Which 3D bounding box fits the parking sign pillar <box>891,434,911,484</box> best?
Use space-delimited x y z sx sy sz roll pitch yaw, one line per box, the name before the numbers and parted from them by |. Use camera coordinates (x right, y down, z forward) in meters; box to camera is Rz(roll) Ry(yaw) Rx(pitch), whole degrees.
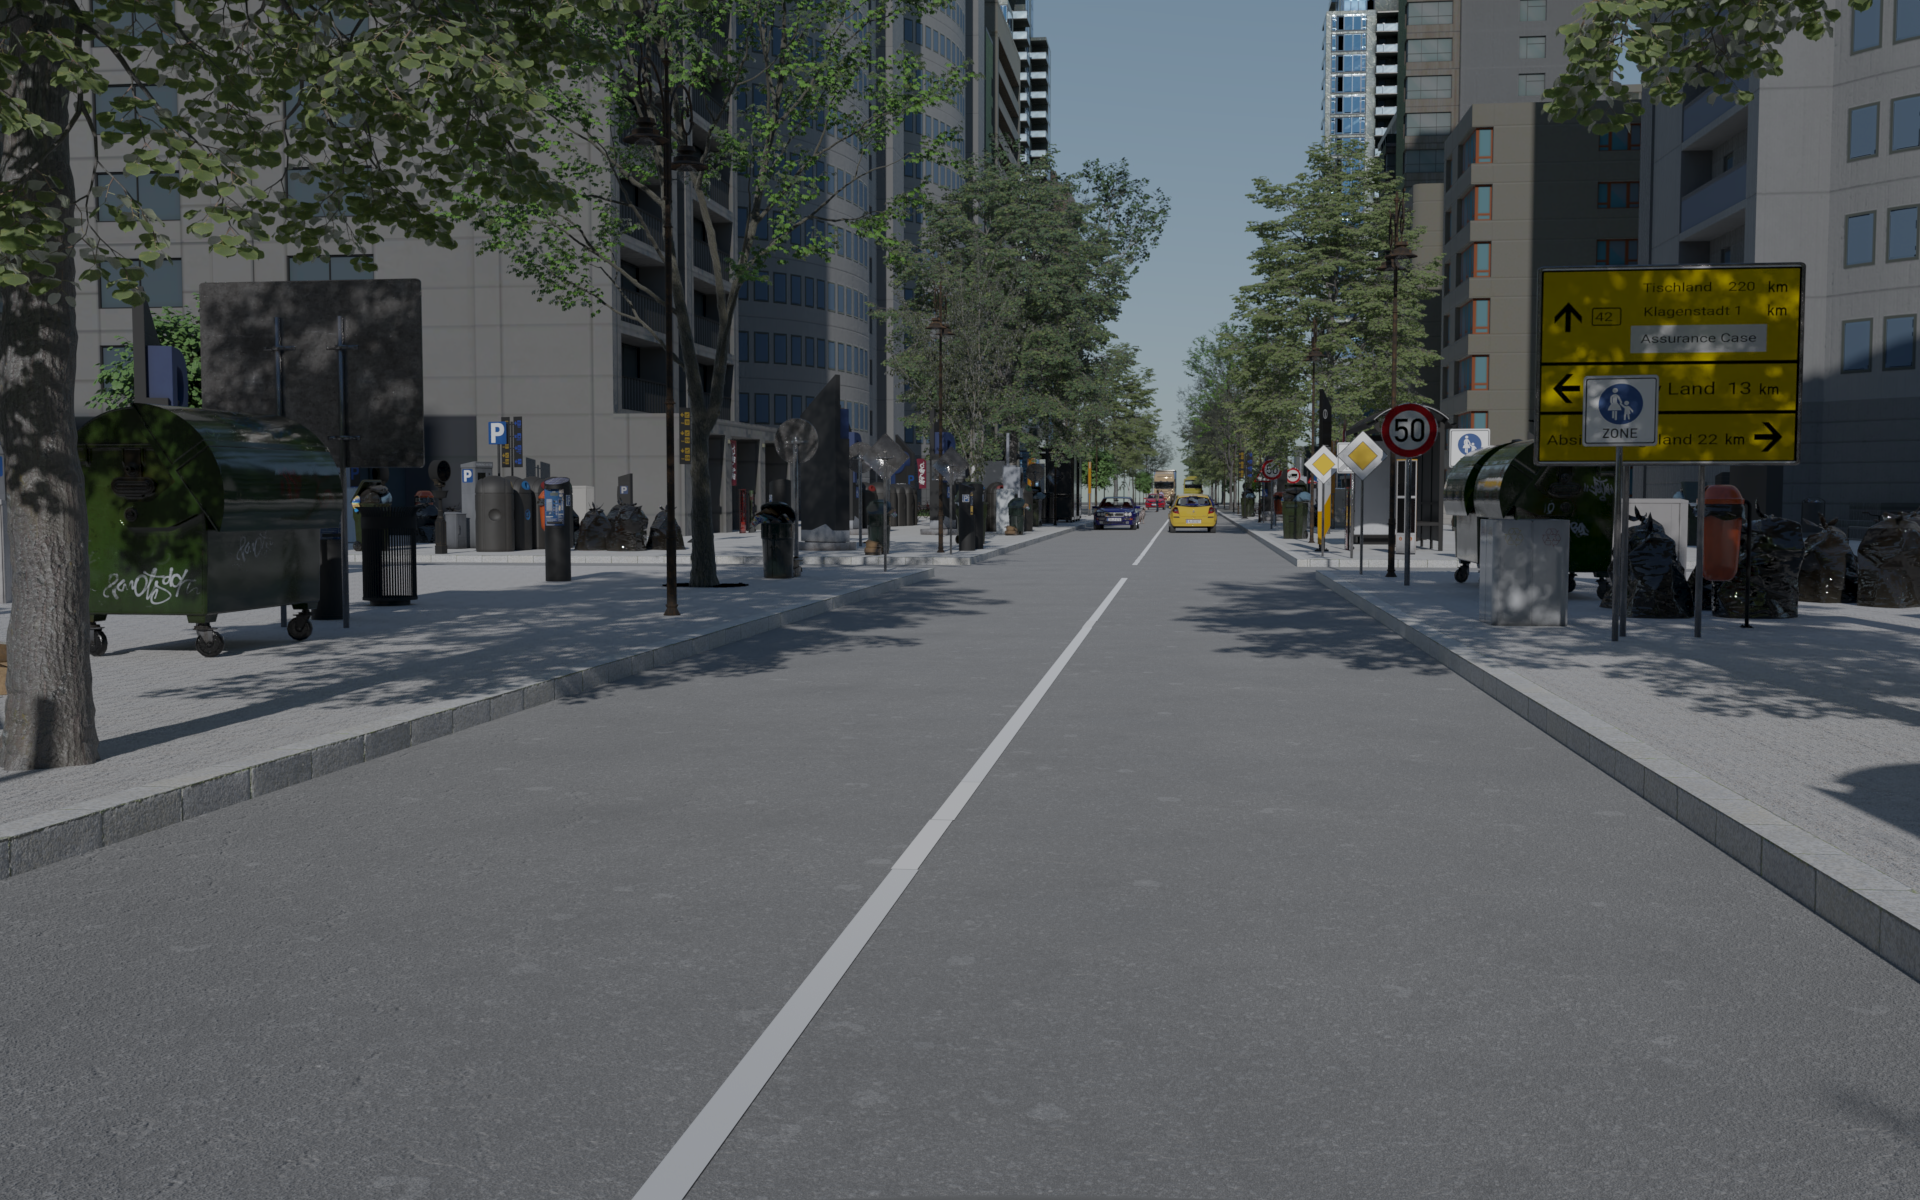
parking sign pillar | -2.575 -5.459 77.719 1.447 3.967 1.447 -3 4 -38

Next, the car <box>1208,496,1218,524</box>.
car | 11.529 -4.355 83.781 1.945 1.354 3.894 0 4 6

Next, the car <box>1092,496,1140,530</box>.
car | 6.364 -3.528 70.262 1.945 1.354 3.894 1 4 8

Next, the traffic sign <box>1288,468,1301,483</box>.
traffic sign | 16.063 -5.108 83.616 0.768 2.556 0.104 1 4 13

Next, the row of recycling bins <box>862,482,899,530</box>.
row of recycling bins | -3.462 -3.122 58.164 1.069 1.692 3.534 2 4 27

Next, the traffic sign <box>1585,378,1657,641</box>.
traffic sign | 5.710 -0.789 15.032 0.606 2.300 0.079 1 4 17

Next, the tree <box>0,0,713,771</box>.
tree | -4.349 -5.516 8.319 7.486 12.596 7.792 0 3 0

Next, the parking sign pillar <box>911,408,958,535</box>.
parking sign pillar | -0.539 -4.051 54.708 1.447 3.967 1.447 1 4 20

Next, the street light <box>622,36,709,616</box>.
street light | -3.046 -2.774 18.139 0.468 5.910 1.993 0 4 7

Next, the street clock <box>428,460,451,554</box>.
street clock | -11.101 -1.984 37.002 0.358 2.002 0.471 1 4 22

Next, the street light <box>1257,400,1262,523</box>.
street light | 13.449 -6.411 77.609 0.468 5.910 1.993 0 4 7

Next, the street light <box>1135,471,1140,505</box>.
street light | 20.297 -13.615 195.394 0.468 5.910 1.993 0 4 7

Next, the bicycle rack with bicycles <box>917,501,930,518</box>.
bicycle rack with bicycles | -1.209 -5.762 107.597 2.925 0.926 2.852 2 4 32

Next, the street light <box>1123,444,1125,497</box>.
street light | 13.735 -10.530 144.950 0.468 5.910 1.993 0 4 7

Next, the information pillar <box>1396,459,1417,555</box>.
information pillar | 9.449 -1.968 36.664 0.304 2.012 0.304 -2 4 -27

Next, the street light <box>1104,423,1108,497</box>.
street light | 9.417 -8.570 112.909 0.468 5.910 1.993 0 4 7

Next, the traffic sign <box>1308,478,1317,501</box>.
traffic sign | 17.221 -5.113 83.605 0.884 2.594 0.081 1 4 12

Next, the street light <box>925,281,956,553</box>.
street light | -0.422 -3.973 37.747 0.468 5.910 1.993 0 4 7

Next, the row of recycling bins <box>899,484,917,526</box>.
row of recycling bins | -2.496 -3.816 69.507 1.069 1.692 3.534 1 4 16

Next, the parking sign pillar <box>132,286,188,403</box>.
parking sign pillar | -10.681 -2.124 23.204 1.447 3.967 1.447 -1 4 -14

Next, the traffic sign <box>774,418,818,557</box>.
traffic sign | -2.755 -1.773 29.090 0.768 2.556 0.104 1 4 11

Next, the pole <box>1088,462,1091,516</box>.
pole | 7.604 -6.599 101.732 0.158 3.312 0.155 0 3 0

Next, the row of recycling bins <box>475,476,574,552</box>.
row of recycling bins | -10.038 -2.003 39.858 1.069 1.692 3.534 1 4 16

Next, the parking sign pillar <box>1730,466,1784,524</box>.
parking sign pillar | 17.688 -3.057 38.461 1.447 3.967 1.447 -1 4 -11

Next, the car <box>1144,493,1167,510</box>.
car | 17.884 -9.128 158.284 2.155 1.783 4.494 1 4 8

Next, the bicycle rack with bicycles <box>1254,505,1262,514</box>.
bicycle rack with bicycles | 18.840 -5.580 104.619 2.925 0.926 2.852 2 4 23

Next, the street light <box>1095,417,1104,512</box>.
street light | 8.075 -7.926 102.378 0.468 5.910 1.993 0 4 7

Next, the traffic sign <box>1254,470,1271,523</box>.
traffic sign | 13.427 -4.680 76.528 0.884 2.594 0.081 1 4 15

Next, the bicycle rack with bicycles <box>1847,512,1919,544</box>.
bicycle rack with bicycles | 19.472 -1.348 35.428 2.852 0.926 2.925 1 4 14

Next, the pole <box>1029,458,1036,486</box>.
pole | 3.575 -5.523 84.150 0.158 3.312 0.155 0 3 0

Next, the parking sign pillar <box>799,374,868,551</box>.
parking sign pillar | -3.098 -3.132 39.685 1.447 3.967 1.447 -3 5 -43

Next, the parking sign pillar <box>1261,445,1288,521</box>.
parking sign pillar | 14.972 -5.743 82.368 1.447 3.967 1.447 -2 4 -34

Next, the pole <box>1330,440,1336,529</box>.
pole | 13.673 -4.263 63.547 0.158 3.312 0.155 0 3 0

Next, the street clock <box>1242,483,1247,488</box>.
street clock | 17.862 -6.331 108.081 0.471 2.002 0.358 0 4 -7

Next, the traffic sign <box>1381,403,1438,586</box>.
traffic sign | 6.268 -1.474 24.213 0.768 2.556 0.104 1 4 14

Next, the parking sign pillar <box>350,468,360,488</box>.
parking sign pillar | -37.816 -7.186 105.970 1.447 3.967 1.447 -2 4 -33

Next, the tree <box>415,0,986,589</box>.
tree | -3.499 -5.995 23.766 9.928 11.665 9.643 0 3 0

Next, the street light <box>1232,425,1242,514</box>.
street light | 17.632 -8.364 109.542 0.468 5.910 1.993 0 4 7

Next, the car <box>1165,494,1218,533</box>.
car | 8.694 -3.347 64.939 2.015 1.641 3.980 0 4 6

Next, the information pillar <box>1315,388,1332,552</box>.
information pillar | 8.135 -2.893 38.655 0.183 3.616 0.504 3 4 37

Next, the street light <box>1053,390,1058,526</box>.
street light | 3.887 -5.974 70.455 0.468 5.910 1.993 0 4 7

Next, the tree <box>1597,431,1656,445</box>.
tree | 24.370 -5.183 68.456 4.285 4.588 4.351 0 3 0

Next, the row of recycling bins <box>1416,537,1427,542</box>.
row of recycling bins | 12.501 -2.518 48.279 1.069 1.692 3.534 1 4 19

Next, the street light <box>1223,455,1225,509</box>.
street light | 23.400 -11.029 153.111 0.468 5.910 1.993 0 4 7

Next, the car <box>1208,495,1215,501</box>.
car | 18.032 -7.186 129.498 2.014 1.417 4.499 0 4 8

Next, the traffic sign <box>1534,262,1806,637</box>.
traffic sign | 6.288 -1.320 15.448 2.265 3.308 0.079 0 4 8

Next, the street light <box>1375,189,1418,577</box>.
street light | 6.669 -3.292 26.612 0.468 5.910 1.993 0 4 7

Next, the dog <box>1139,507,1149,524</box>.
dog | 8.723 -4.107 83.994 0.513 0.831 0.800 -2 4 -24

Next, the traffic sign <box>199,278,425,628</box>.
traffic sign | -6.201 -1.387 16.554 2.265 3.308 0.079 1 4 9

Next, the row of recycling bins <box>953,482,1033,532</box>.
row of recycling bins | 0.868 -3.158 58.751 3.534 1.692 1.069 -2 4 -32

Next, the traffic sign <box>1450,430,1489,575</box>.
traffic sign | 8.009 -1.538 27.273 0.606 2.300 0.079 1 4 17

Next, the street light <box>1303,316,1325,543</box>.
street light | 9.218 -4.431 45.227 0.468 5.910 1.993 0 4 7

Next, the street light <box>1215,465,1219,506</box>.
street light | 27.615 -12.981 185.030 0.468 5.910 1.993 0 4 7

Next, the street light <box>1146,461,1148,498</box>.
street light | 24.458 -15.568 227.321 0.468 5.910 1.993 0 4 7

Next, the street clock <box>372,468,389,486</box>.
street clock | -13.964 -2.275 41.766 0.358 2.002 0.471 -3 5 -44
